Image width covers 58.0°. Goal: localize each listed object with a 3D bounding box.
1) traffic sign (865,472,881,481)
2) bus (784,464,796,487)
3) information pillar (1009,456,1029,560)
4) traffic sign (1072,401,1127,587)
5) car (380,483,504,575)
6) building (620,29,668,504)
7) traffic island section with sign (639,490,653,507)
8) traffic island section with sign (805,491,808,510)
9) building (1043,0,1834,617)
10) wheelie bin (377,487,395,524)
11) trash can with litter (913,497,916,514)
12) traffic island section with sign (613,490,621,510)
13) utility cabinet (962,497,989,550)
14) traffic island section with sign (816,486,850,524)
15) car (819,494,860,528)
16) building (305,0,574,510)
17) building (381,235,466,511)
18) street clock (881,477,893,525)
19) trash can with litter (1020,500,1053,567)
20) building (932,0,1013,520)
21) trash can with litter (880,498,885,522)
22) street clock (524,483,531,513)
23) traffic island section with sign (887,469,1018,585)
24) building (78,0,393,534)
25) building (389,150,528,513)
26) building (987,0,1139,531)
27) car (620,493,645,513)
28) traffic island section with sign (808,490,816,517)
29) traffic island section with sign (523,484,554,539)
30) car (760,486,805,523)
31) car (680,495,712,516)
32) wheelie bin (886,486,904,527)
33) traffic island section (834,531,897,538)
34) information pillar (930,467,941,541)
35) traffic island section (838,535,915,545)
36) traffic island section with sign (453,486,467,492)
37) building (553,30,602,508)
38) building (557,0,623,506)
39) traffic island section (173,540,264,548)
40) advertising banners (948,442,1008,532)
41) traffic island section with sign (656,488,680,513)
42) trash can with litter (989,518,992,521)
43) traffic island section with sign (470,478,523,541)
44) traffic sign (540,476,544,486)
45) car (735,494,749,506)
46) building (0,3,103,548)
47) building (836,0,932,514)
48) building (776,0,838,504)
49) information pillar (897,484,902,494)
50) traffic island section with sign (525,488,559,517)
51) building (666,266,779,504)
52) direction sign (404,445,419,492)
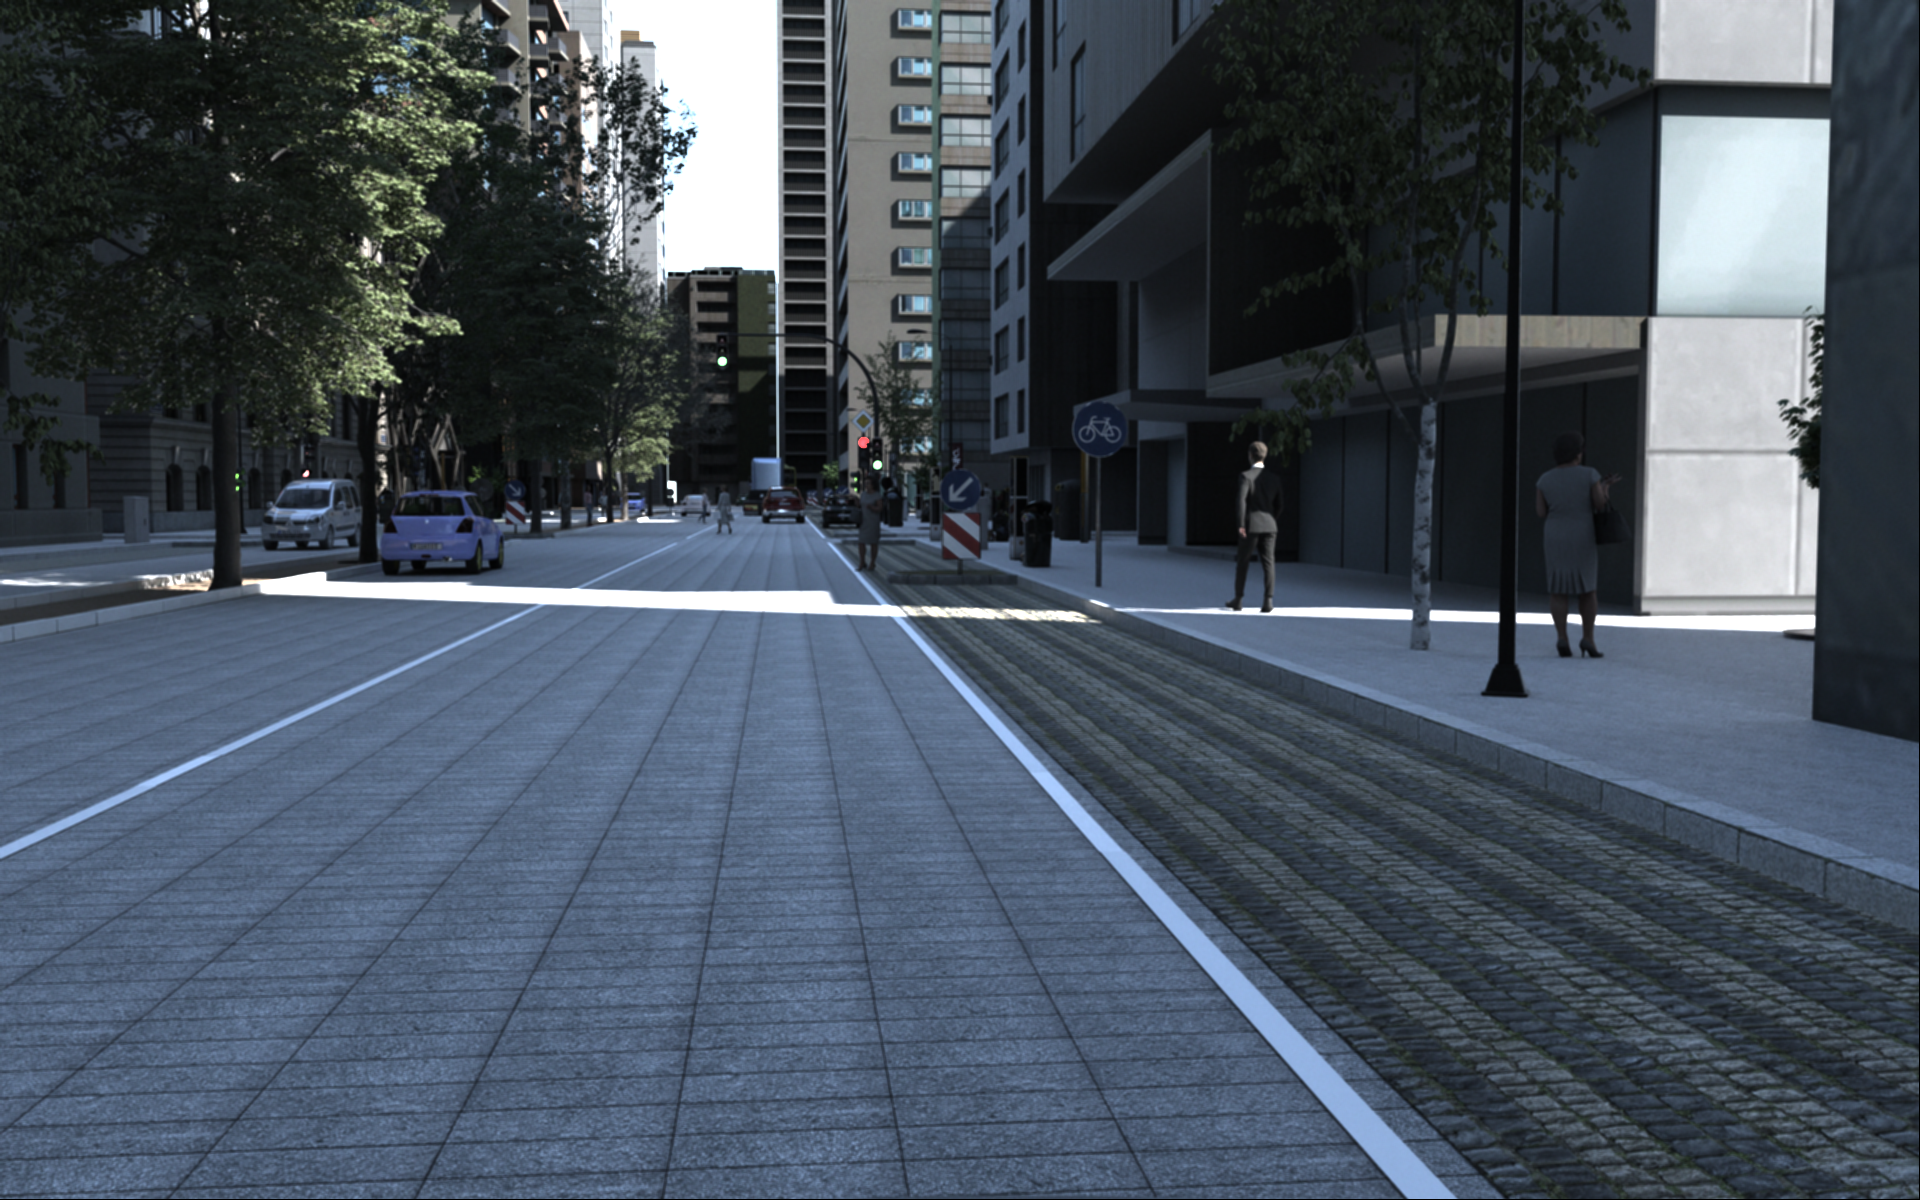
[{"bbox_3d":[-4.214,-5.145,84.222,0.768,2.556,0.104,0,4,3],"label":"traffic sign"},{"bbox_3d":[-14.687,-9.064,139.746,2.896,3.916,12.252,0,4,-7],"label":"bus"},{"bbox_3d":[1.150,-1.782,33.629,0.304,2.012,0.304,-1,4,-17],"label":"information pillar"},{"bbox_3d":[1.918,-1.455,23.900,0.768,2.556,0.104,0,4,-5],"label":"traffic sign"},{"bbox_3d":[-9.527,-1.376,32.083,1.945,1.707,3.694,0,4,-6],"label":"car"},{"bbox_3d":[-52.232,-41.630,222.657,28.212,58.520,21.231,0,4,-6],"label":"building"},{"bbox_3d":[-33.811,-10.760,184.550,1.989,1.847,2.006,0,4,-6],"label":"traffic island section with sign"},{"bbox_3d":[-13.490,-9.186,158.814,1.989,1.847,2.006,0,4,-6],"label":"traffic island section with sign"},{"bbox_3d":[16.746,-27.035,31.267,28.713,52.752,27.495,0,4,-6],"label":"building"},{"bbox_3d":[-24.865,-4.108,75.075,0.693,1.594,0.980,-1,4,-13],"label":"wheelie bin"},{"bbox_3d":[-2.583,-5.936,108.439,0.624,1.170,1.055,0,4,6],"label":"trash can with litter"},{"bbox_3d":[-31.026,-9.077,157.044,1.989,1.847,2.006,0,4,-6],"label":"traffic island section with sign"},{"bbox_3d":[0.314,-1.772,40.127,0.306,1.237,1.020,-1,4,-23],"label":"utility cabinet"},{"bbox_3d":[-5.700,-4.506,82.300,1.989,1.847,2.006,0,4,-6],"label":"traffic island section with sign"},{"bbox_3d":[-4.949,-3.872,73.100,2.009,1.686,4.222,0,4,-6],"label":"car"},{"bbox_3d":[-44.212,-29.857,142.779,22.147,44.769,28.867,0,4,-6],"label":"building"},{"bbox_3d":[-36.955,-14.085,97.734,16.820,18.784,16.811,0,4,-6],"label":"building"},{"bbox_3d":[-3.074,-4.165,72.672,0.471,2.002,0.358,-3,4,-37],"label":"street clock"},{"bbox_3d":[1.271,-1.178,30.644,0.624,1.170,1.055,-1,4,-13],"label":"trash can with litter"},{"bbox_3d":[5.325,-25.067,93.435,14.154,41.232,14.086,0,4,-6],"label":"building"},{"bbox_3d":[-3.804,-4.185,79.816,0.624,1.170,1.055,-1,4,-8],"label":"trash can with litter"},{"bbox_3d":[-28.749,-6.767,115.207,0.471,2.002,0.358,3,5,43],"label":"street clock"},{"bbox_3d":[-0.171,-1.189,28.062,1.989,1.847,2.006,0,4,-6],"label":"traffic island section with sign"},{"bbox_3d":[-33.078,-15.463,71.912,14.460,24.649,34.723,0,4,-6],"label":"building"},{"bbox_3d":[-37.413,-17.728,119.536,12.332,23.373,15.834,0,4,-6],"label":"building"},{"bbox_3d":[8.757,-17.818,63.023,14.107,30.474,14.160,0,4,-6],"label":"building"},{"bbox_3d":[-25.534,-7.682,135.199,1.945,1.707,3.694,0,4,-7],"label":"car"},{"bbox_3d":[-8.438,-6.154,109.239,1.989,1.847,2.006,0,4,-6],"label":"traffic island section with sign"},{"bbox_3d":[-14.306,-2.934,56.111,2.006,1.907,1.989,0,4,-6],"label":"traffic island section with sign"},{"bbox_3d":[-8.822,-4.750,86.341,2.281,1.827,5.304,0,4,-8],"label":"car"},{"bbox_3d":[-17.256,-6.166,113.173,2.083,1.381,4.827,0,4,-7],"label":"car"},{"bbox_3d":[-2.543,-3.664,67.814,0.693,1.594,0.980,0,4,-7],"label":"wheelie bin"},{"bbox_3d":[-3.177,-2.159,57.581,2.009,0.180,2.903,0,4,-6],"label":"traffic island section"},{"bbox_3d":[-0.668,-2.613,47.221,0.304,2.012,0.304,0,4,-3],"label":"information pillar"},{"bbox_3d":[-2.368,-1.673,49.637,2.009,0.180,2.903,0,4,-6],"label":"traffic island section"},{"bbox_3d":[-23.208,-4.383,80.283,1.989,1.847,2.006,0,4,-6],"label":"traffic island section with sign"},{"bbox_3d":[-42.084,-31.480,164.812,14.600,45.320,14.200,0,4,-6],"label":"building"},{"bbox_3d":[-48.817,-46.150,192.808,20.611,71.187,20.563,0,4,-6],"label":"building"},{"bbox_3d":[-20.217,-1.563,47.830,2.009,0.180,2.903,0,4,-6],"label":"traffic island section"},{"bbox_3d":[0.603,-3.817,58.595,2.074,3.025,0.090,1,4,10],"label":"advertising banners"},{"bbox_3d":[-21.932,-7.506,130.863,2.006,1.907,1.989,0,4,-6],"label":"traffic island section with sign"},{"bbox_3d":[1.302,-4.379,82.648,1.678,1.210,2.233,1,4,19],"label":"trash can with litter"},{"bbox_3d":[-13.565,-2.483,48.741,2.006,1.907,1.989,0,4,-6],"label":"traffic island section with sign"},{"bbox_3d":[-29.296,-7.355,120.359,0.768,2.556,0.104,0,4,-3],"label":"traffic sign"},{"bbox_3d":[-25.709,-11.886,206.139,2.131,1.459,4.920,0,4,-4],"label":"car"},{"bbox_3d":[-36.323,-11.393,31.323,28.899,21.520,27.650,0,4,-6],"label":"building"},{"bbox_3d":[2.343,-30.481,122.072,21.300,48.544,21.600,0,4,-6],"label":"building"},{"bbox_3d":[-13.377,-48.139,225.330,20.611,71.187,20.563,0,4,-6],"label":"building"},{"bbox_3d":[-3.468,-5.737,98.286,0.304,2.012,0.304,2,4,32],"label":"information pillar"},{"bbox_3d":[-25.945,-6.033,107.262,1.989,1.847,2.006,0,4,-6],"label":"traffic island section with sign"},{"bbox_3d":[-30.418,-27.576,222.568,14.107,30.474,14.160,0,4,-6],"label":"building"},{"bbox_3d":[-25.273,-5.374,79.870,0.379,3.537,0.876,2,4,28],"label":"direction sign"}]
